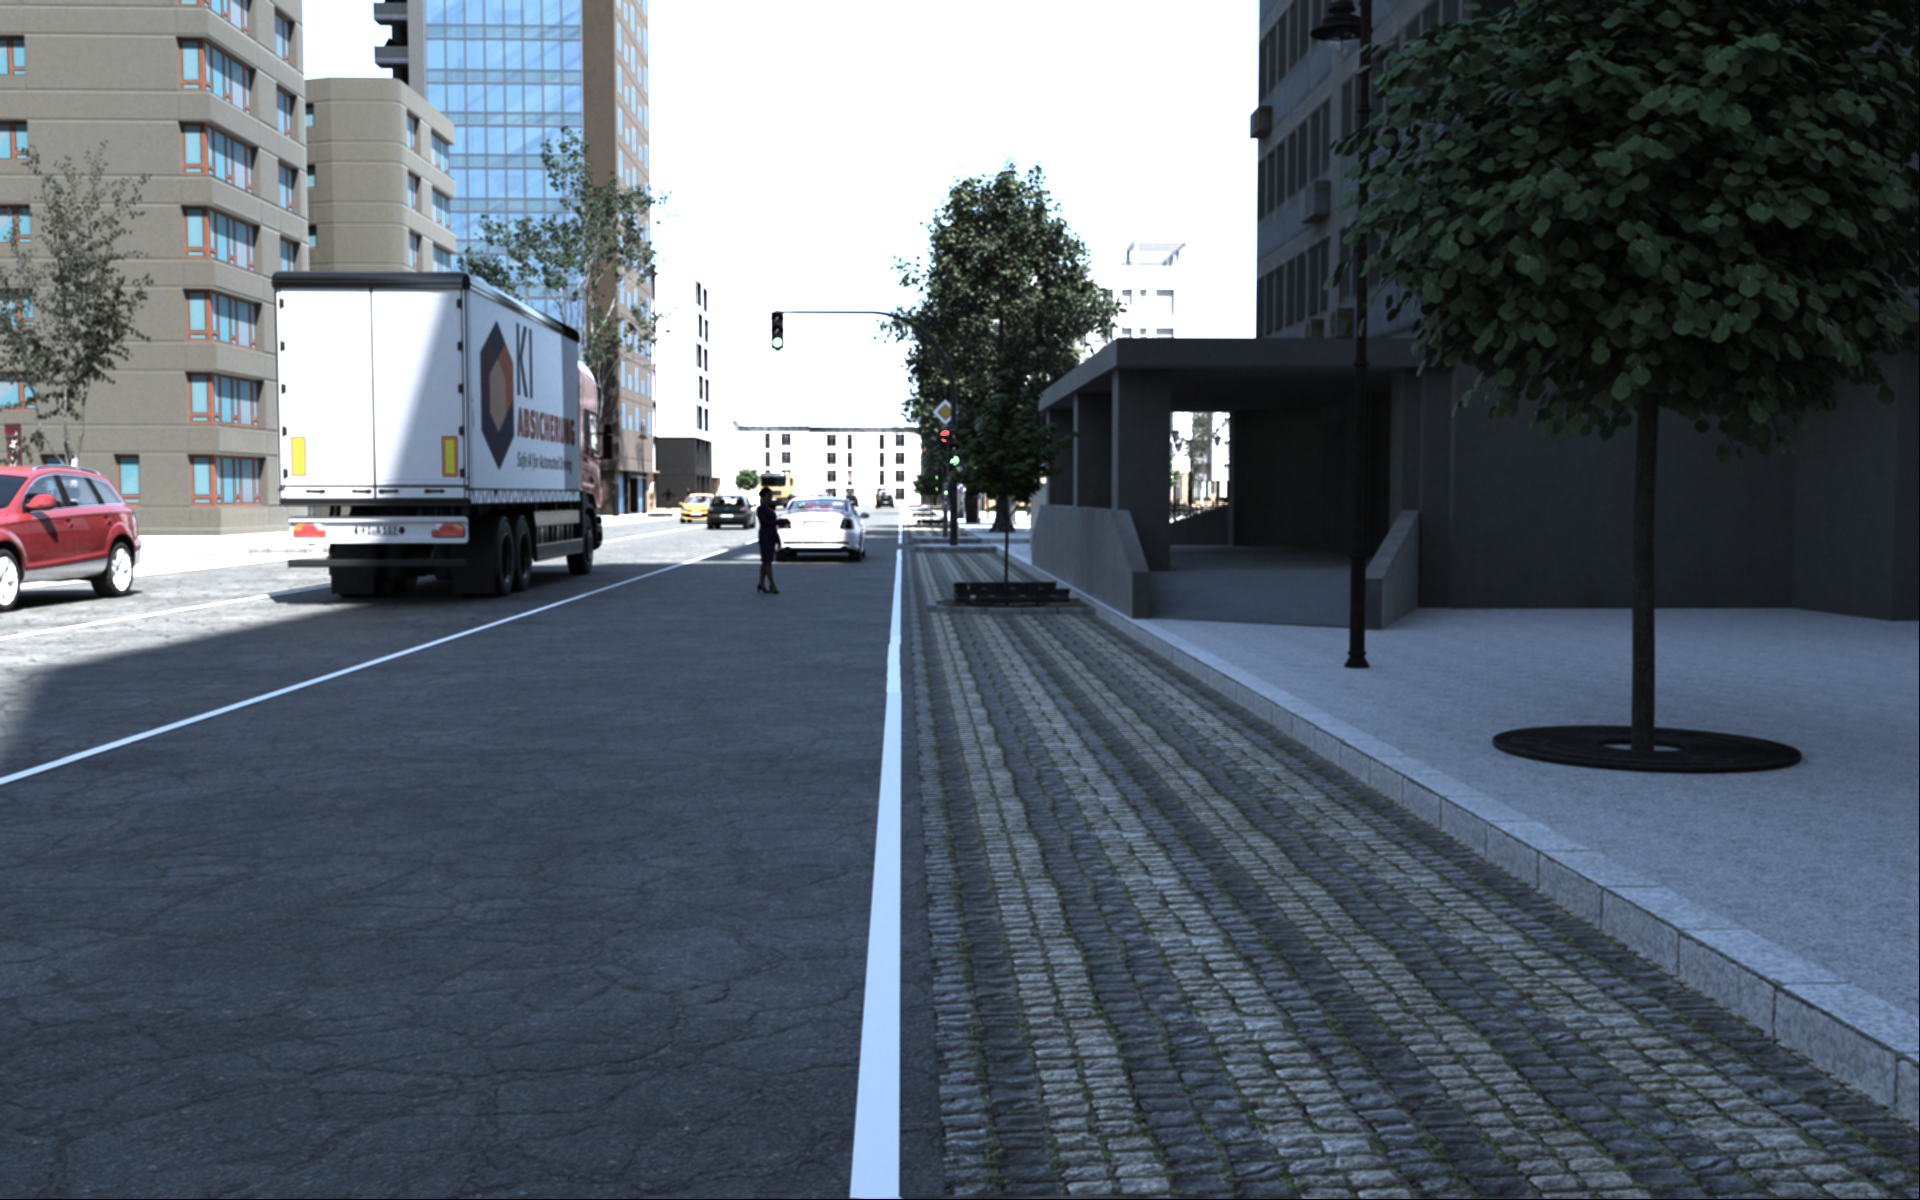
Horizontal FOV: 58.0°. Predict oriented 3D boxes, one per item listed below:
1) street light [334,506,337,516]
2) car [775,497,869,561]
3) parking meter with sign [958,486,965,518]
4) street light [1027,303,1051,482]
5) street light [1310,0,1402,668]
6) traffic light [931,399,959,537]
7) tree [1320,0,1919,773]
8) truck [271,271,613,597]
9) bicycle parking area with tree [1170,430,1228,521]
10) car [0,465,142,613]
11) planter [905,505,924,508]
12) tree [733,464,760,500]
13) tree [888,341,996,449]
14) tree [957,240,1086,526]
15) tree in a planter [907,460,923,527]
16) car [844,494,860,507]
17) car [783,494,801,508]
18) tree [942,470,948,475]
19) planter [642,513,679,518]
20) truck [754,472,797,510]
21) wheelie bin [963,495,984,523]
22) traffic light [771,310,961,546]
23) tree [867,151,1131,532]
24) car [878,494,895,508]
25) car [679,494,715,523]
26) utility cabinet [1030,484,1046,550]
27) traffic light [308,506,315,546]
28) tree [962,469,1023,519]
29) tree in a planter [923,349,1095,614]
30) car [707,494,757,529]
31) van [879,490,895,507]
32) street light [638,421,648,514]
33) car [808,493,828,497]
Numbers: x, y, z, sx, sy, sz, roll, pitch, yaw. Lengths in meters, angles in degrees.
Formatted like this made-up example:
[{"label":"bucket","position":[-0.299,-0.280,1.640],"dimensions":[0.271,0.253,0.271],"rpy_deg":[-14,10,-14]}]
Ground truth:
[{"label":"street light","position":[-18.354,-4.771,50.788],"dimensions":[0.468,5.910,1.993],"rpy_deg":[0,4,-2]},{"label":"car","position":[-3.063,-1.592,38.390],"dimensions":[2.083,1.381,4.827],"rpy_deg":[0,4,-1]},{"label":"parking meter with sign","position":[0.033,-5.860,92.074],"dimensions":[0.543,3.016,1.738],"rpy_deg":[0,4,3]},{"label":"street light","position":[1.899,-4.236,42.047],"dimensions":[0.468,5.910,1.993],"rpy_deg":[0,4,-2]},{"label":"street light","position":[2.943,-2.439,12.666],"dimensions":[0.468,5.910,1.993],"rpy_deg":[0,4,-2]},{"label":"traffic light","position":[-0.448,-3.806,51.157],"dimensions":[0.839,4.253,0.868],"rpy_deg":[0,4,-2]},{"label":"tree","position":[3.496,-1.516,8.509],"dimensions":[4.285,4.588,4.351],"rpy_deg":[0,3,0]},{"label":"truck","position":[-7.644,-2.357,27.445],"dimensions":[2.839,4.237,11.283],"rpy_deg":[0,4,-2]},{"label":"bicycle parking area with tree","position":[9.658,-5.738,80.821],"dimensions":[9.016,4.147,8.231],"rpy_deg":[1,4,16]},{"label":"car","position":[-12.596,-0.847,22.523],"dimensions":[2.281,1.827,5.304],"rpy_deg":[0,4,-2]},{"label":"planter","position":[-4.746,-9.754,180.617],"dimensions":[1.991,0.319,1.994],"rpy_deg":[0,4,-2]},{"label":"tree","position":[-22.928,-12.462,187.461],"dimensions":[4.285,4.588,4.351],"rpy_deg":[0,3,0]},{"label":"tree","position":[0.542,-12.804,119.710],"dimensions":[12.009,13.543,11.850],"rpy_deg":[0,3,0]},{"label":"tree","position":[1.713,-9.316,70.437],"dimensions":[7.486,12.596,7.792],"rpy_deg":[0,3,0]},{"label":"tree in a planter","position":[-1.243,-4.814,75.932],"dimensions":[1.991,3.239,1.994],"rpy_deg":[0,4,-2]},{"label":"car","position":[-12.158,-11.198,192.878],"dimensions":[2.009,1.686,4.222],"rpy_deg":[0,4,-4]},{"label":"car","position":[-17.561,-10.585,181.855],"dimensions":[1.959,1.807,4.718],"rpy_deg":[0,4,-1]},{"label":"tree","position":[-1.102,-12.017,146.846],"dimensions":[4.737,8.622,4.395],"rpy_deg":[0,3,0]},{"label":"planter","position":[-17.677,-4.965,102.319],"dimensions":[1.991,0.319,1.994],"rpy_deg":[0,4,-2]},{"label":"truck","position":[-16.502,-9.841,156.832],"dimensions":[3.469,3.379,9.791],"rpy_deg":[0,3,0]},{"label":"wheelie bin","position":[0.587,-4.226,77.007],"dimensions":[0.980,1.594,0.693],"rpy_deg":[1,4,13]},{"label":"traffic light","position":[-2.269,-4.177,42.965],"dimensions":[4.771,5.953,1.251],"rpy_deg":[0,4,-2]},{"label":"tree","position":[1.481,-8.654,58.494],"dimensions":[9.611,12.733,9.660],"rpy_deg":[0,3,0]},{"label":"car","position":[-7.900,-10.701,184.750],"dimensions":[2.009,1.686,4.222],"rpy_deg":[0,4,-2]},{"label":"car","position":[-12.992,-4.680,86.737],"dimensions":[2.015,1.641,3.980],"rpy_deg":[0,4,-2]},{"label":"utility cabinet","position":[1.894,-1.827,38.548],"dimensions":[0.318,1.500,1.173],"rpy_deg":[-1,4,-16]},{"label":"traffic light","position":[-15.973,-3.285,42.634],"dimensions":[0.839,4.253,0.868],"rpy_deg":[0,4,-2]},{"label":"tree","position":[1.397,-6.427,88.793],"dimensions":[4.285,4.588,4.351],"rpy_deg":[0,3,0]},{"label":"tree in a planter","position":[0.580,-1.477,21.373],"dimensions":[1.991,3.239,1.994],"rpy_deg":[0,4,-2]},{"label":"car","position":[-9.445,-3.786,71.688],"dimensions":[2.009,1.686,4.222],"rpy_deg":[0,4,-2]},{"label":"van","position":[-8.379,-11.544,195.760],"dimensions":[2.013,2.044,4.112],"rpy_deg":[0,4,-2]},{"label":"street light","position":[-20.169,-8.406,110.231],"dimensions":[0.468,5.910,1.993],"rpy_deg":[0,4,-2]},{"label":"car","position":[-10.165,-7.045,124.225],"dimensions":[2.155,1.783,4.494],"rpy_deg":[0,4,-1]}]
